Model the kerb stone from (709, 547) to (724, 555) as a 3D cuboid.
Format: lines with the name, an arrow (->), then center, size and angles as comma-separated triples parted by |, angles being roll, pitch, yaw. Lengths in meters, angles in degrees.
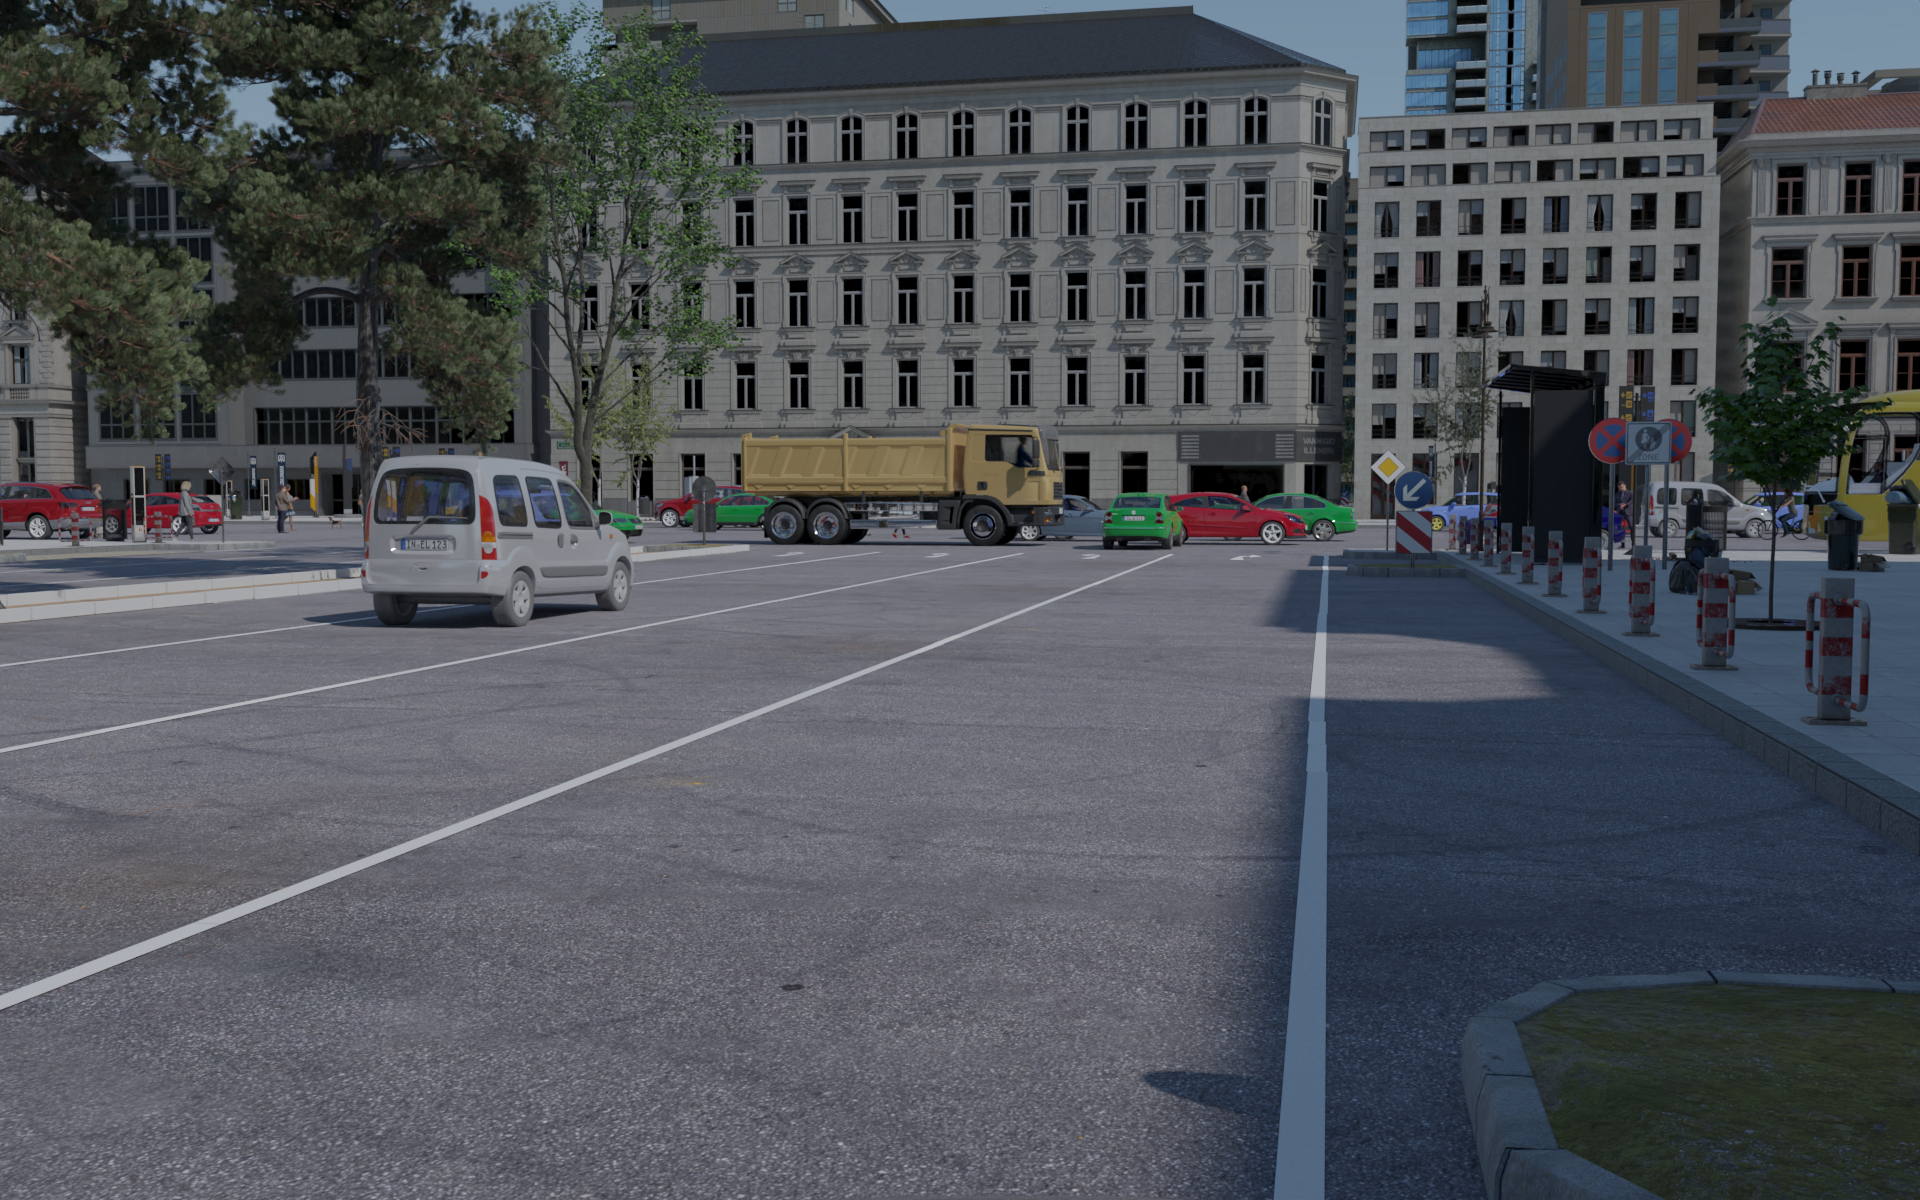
kerb stone -> -5.911, -1.166, 41.257 | 0.120, 0.150, 1.000 | 1, 4, 12

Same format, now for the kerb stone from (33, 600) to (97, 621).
kerb stone -> -10.437, 0.131, 20.072 | 0.120, 0.150, 1.000 | 1, 4, 12

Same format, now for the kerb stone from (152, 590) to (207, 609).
kerb stone -> -10.006, 0.010, 22.081 | 0.120, 0.150, 1.000 | 1, 4, 12

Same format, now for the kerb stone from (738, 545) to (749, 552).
kerb stone -> -5.486, -1.290, 43.285 | 0.120, 0.150, 1.000 | 1, 4, 12

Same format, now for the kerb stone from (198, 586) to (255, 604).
kerb stone -> -9.789, -0.055, 23.098 | 0.120, 0.150, 1.000 | 1, 4, 12

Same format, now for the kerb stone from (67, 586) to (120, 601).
kerb stone -> -11.847, -0.082, 23.529 | 0.120, 0.150, 1.000 | 1, 4, 12

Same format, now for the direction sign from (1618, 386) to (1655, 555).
direction sign -> 14.193, -2.716, 36.402 | 0.876, 3.537, 0.379 | -1, 4, -17

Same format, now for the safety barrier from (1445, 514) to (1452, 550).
safety barrier -> 11.281, -1.552, 39.654 | 0.300, 0.817, 1.120 | 1, 4, 12

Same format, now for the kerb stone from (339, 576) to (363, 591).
kerb stone -> -9.137, -0.240, 26.125 | 0.120, 0.150, 1.000 | 1, 4, 12

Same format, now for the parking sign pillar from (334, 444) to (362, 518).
parking sign pillar -> -33.282, -6.458, 94.065 | 1.447, 3.967, 1.447 | -1, 4, -21

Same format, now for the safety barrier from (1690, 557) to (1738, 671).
safety barrier -> 5.519, 0.099, 12.655 | 0.300, 0.817, 1.120 | 1, 4, 12

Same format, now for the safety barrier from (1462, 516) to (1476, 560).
safety barrier -> 10.001, -1.185, 33.644 | 0.300, 0.817, 1.120 | 1, 4, 12

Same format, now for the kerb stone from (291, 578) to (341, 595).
kerb stone -> -9.349, -0.179, 25.120 | 0.120, 0.150, 1.000 | 1, 4, 12

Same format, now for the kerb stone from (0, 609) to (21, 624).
kerb stone -> -10.651, 0.192, 19.060 | 0.120, 0.150, 1.000 | 1, 4, 12

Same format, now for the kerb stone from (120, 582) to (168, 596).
kerb stone -> -11.636, -0.143, 24.534 | 0.120, 0.150, 1.000 | 1, 4, 12

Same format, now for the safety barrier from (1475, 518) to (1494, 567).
safety barrier -> 9.361, -1.002, 30.650 | 0.300, 0.817, 1.120 | 1, 4, 12

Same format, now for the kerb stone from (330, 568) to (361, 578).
kerb stone -> -10.555, -0.451, 29.571 | 0.120, 0.150, 1.000 | 1, 4, 12

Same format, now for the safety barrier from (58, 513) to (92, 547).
safety barrier -> -21.590, -1.712, 42.265 | 0.300, 0.817, 1.120 | 1, 4, 12

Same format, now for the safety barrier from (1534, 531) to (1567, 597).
safety barrier -> 7.442, -0.451, 21.657 | 0.300, 0.817, 1.120 | 1, 4, 12

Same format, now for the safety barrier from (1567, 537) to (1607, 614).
safety barrier -> 6.805, -0.268, 18.653 | 0.300, 0.817, 1.120 | 1, 4, 12

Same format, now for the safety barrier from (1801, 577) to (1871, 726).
safety barrier -> 4.885, 0.282, 9.660 | 0.300, 0.817, 1.120 | 1, 4, 12

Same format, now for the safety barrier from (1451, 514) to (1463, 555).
safety barrier -> 10.644, -1.369, 36.652 | 0.300, 0.817, 1.120 | 1, 4, 12

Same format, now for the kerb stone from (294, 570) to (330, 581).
kerb stone -> -10.771, -0.389, 28.557 | 0.120, 0.150, 1.000 | 1, 4, 12

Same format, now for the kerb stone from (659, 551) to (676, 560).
kerb stone -> -6.563, -0.980, 38.219 | 0.120, 0.150, 1.000 | 1, 4, 12

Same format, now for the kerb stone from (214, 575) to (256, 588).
kerb stone -> -11.196, -0.260, 26.548 | 0.120, 0.150, 1.000 | 1, 4, 12

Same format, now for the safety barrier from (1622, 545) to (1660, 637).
safety barrier -> 6.163, -0.085, 15.660 | 0.300, 0.817, 1.120 | 1, 4, 12

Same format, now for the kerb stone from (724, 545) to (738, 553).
kerb stone -> -5.696, -1.227, 42.261 | 0.120, 0.150, 1.000 | 1, 4, 12

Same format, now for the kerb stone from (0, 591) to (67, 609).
kerb stone -> -12.060, -0.020, 22.519 | 0.120, 0.150, 1.000 | 1, 4, 12

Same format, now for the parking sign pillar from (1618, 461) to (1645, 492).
parking sign pillar -> 32.076, -5.748, 82.446 | 1.447, 3.967, 1.447 | 2, 4, 33

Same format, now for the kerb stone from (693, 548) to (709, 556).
kerb stone -> -6.129, -1.104, 40.247 | 0.120, 0.150, 1.000 | 1, 4, 12

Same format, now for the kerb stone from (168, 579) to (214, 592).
kerb stone -> -11.410, -0.205, 25.543 | 0.120, 0.150, 1.000 | 1, 4, 12

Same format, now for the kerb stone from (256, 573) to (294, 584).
kerb stone -> -10.988, -0.327, 27.553 | 0.120, 0.150, 1.000 | 1, 4, 12

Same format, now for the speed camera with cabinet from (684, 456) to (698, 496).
speed camera with cabinet -> -13.304, -5.857, 90.093 | 2.038, 3.252, 0.660 | -3, 4, -37

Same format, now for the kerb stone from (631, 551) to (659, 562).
kerb stone -> -6.775, -0.917, 37.210 | 0.120, 0.150, 1.000 | 1, 4, 12

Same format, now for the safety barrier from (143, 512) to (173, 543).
safety barrier -> -20.954, -1.895, 45.262 | 0.300, 0.817, 1.120 | 1, 4, 12

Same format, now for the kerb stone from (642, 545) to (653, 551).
kerb stone -> -7.759, -1.254, 42.694 | 0.120, 0.150, 1.000 | 1, 4, 12

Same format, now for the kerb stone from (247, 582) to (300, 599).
kerb stone -> -9.563, -0.117, 24.113 | 0.120, 0.150, 1.000 | 1, 4, 12

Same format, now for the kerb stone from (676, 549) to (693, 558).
kerb stone -> -6.348, -1.042, 39.235 | 0.120, 0.150, 1.000 | 1, 4, 12

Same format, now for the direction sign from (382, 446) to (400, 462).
direction sign -> -27.086, -5.532, 82.448 | 0.876, 3.537, 0.379 | -1, 4, -22

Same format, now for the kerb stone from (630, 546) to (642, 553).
kerb stone -> -7.969, -1.189, 41.688 | 0.120, 0.150, 1.000 | 1, 4, 12

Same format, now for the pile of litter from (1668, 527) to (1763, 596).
pile of litter -> 9.915, -0.525, 22.544 | 1.719, 0.858, 1.176 | -2, 4, -31

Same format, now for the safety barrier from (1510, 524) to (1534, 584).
safety barrier -> 8.083, -0.635, 24.651 | 0.300, 0.817, 1.120 | 1, 4, 12

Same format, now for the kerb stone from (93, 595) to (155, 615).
kerb stone -> -10.220, 0.073, 21.077 | 0.120, 0.150, 1.000 | 1, 4, 12

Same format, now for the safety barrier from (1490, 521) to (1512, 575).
safety barrier -> 8.721, -0.818, 27.647 | 0.300, 0.817, 1.120 | 1, 4, 12
